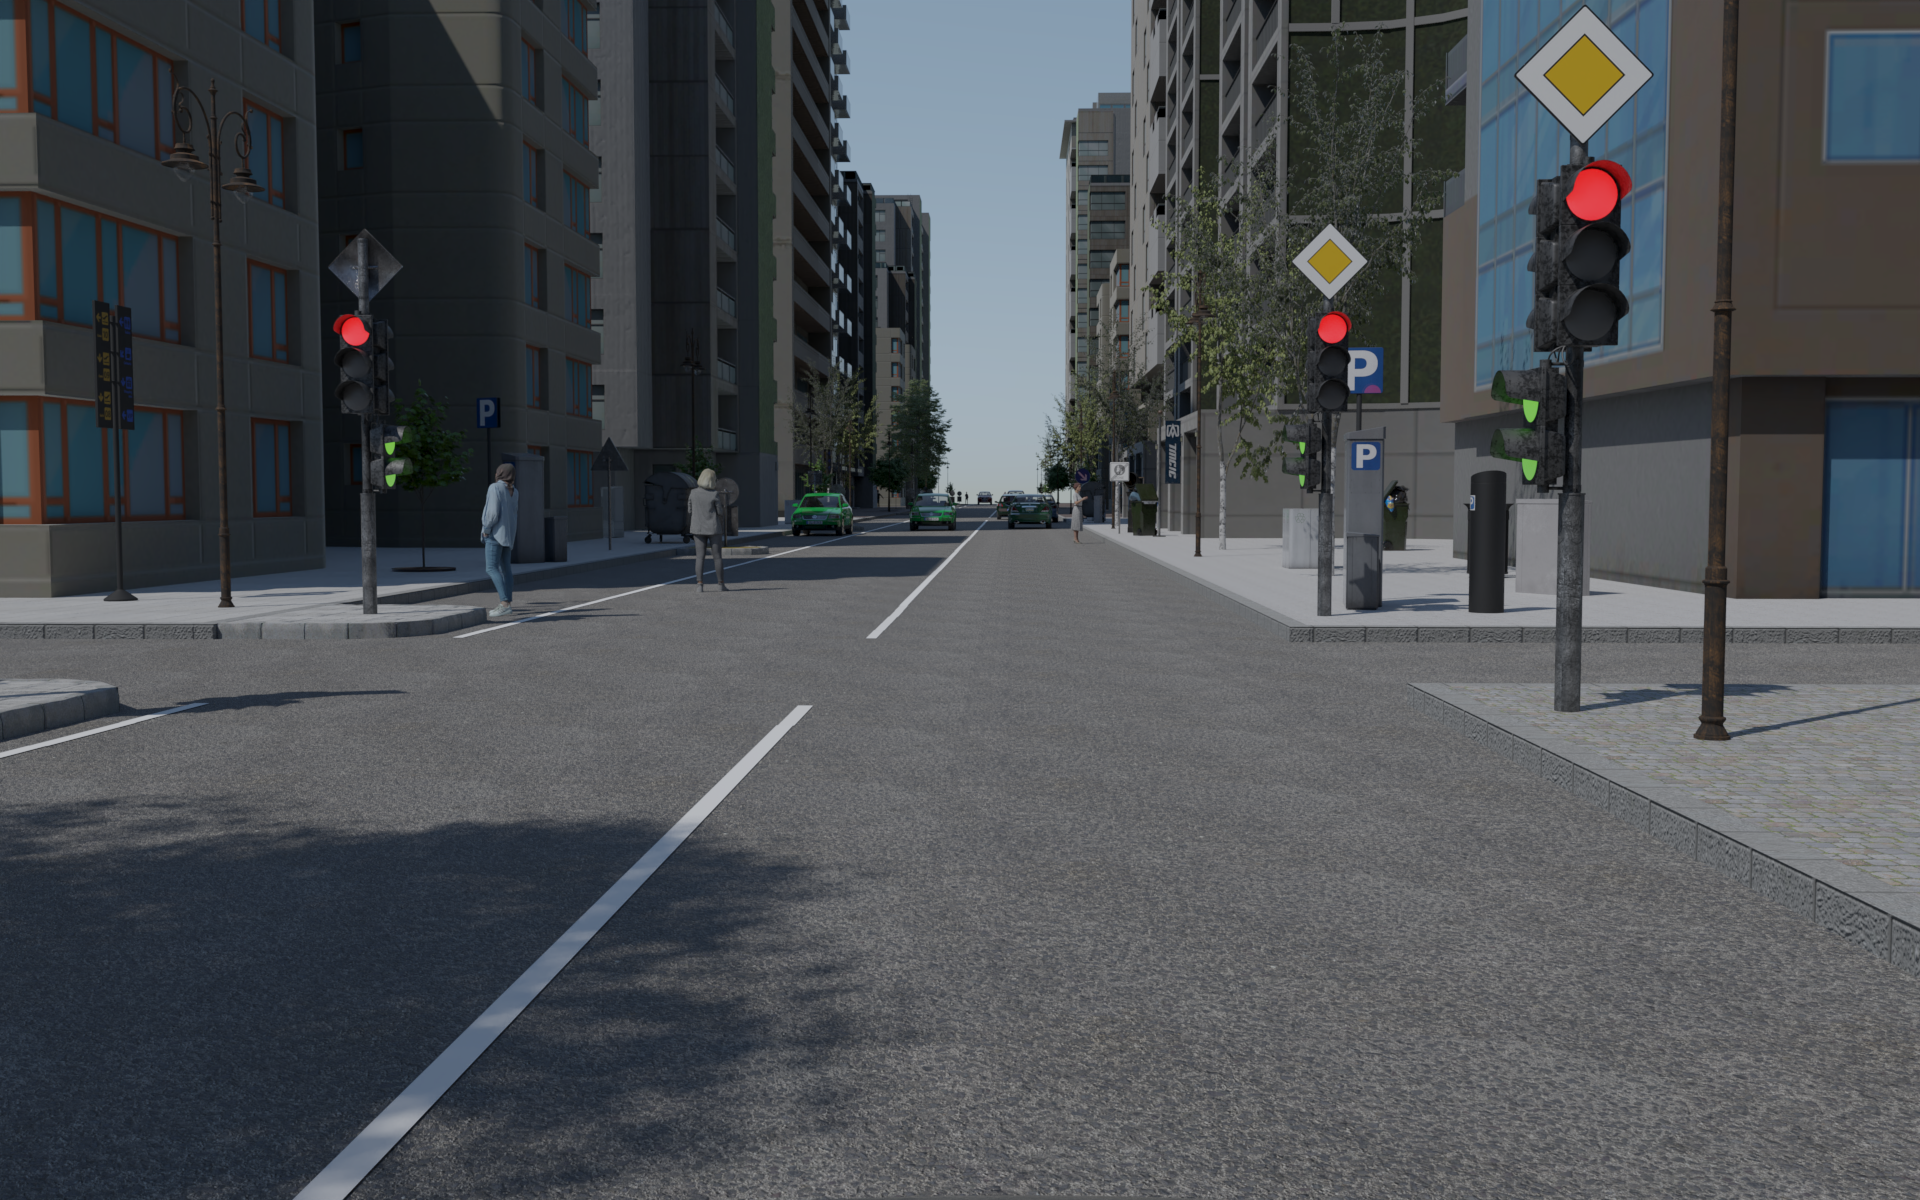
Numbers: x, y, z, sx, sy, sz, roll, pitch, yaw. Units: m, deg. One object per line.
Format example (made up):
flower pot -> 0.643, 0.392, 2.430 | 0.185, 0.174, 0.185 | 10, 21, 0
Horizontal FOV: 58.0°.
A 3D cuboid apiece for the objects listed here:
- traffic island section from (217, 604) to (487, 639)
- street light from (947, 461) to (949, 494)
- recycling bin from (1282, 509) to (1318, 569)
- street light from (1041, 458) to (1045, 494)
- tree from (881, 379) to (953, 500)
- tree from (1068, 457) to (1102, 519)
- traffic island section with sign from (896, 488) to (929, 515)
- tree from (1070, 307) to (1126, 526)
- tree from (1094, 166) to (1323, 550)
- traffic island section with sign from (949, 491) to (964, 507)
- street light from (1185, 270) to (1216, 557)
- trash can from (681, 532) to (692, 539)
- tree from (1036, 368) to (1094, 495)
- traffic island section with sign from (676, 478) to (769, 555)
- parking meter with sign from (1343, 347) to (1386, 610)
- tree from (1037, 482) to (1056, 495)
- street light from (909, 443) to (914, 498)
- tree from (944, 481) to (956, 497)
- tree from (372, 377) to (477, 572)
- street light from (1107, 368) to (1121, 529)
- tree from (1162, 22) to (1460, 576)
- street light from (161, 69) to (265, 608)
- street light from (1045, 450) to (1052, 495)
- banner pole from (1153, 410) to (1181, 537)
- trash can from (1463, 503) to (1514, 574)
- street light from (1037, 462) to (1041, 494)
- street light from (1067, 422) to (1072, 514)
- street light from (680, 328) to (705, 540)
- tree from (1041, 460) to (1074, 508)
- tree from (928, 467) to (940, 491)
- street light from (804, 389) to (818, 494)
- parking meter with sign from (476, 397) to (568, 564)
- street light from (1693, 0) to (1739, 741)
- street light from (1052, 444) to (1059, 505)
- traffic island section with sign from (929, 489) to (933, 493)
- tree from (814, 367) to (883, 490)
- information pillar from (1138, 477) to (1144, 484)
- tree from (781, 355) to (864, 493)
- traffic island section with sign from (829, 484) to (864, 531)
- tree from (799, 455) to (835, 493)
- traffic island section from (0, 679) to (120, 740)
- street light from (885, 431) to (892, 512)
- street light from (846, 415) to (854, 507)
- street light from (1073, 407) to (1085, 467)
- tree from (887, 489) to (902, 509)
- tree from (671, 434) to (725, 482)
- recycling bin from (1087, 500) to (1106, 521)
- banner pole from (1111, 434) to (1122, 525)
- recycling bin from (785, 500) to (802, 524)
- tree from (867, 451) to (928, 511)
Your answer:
traffic island section -> -6.331, 0.229, 18.542 | 2.009, 0.180, 2.903 | 0, 4, 2
street light -> -1.660, -16.065, 235.442 | 0.468, 5.910, 1.993 | 0, 4, 2
recycling bin -> 6.007, -1.068, 30.013 | 0.722, 1.027, 0.722 | 0, 4, 0
street light -> 9.652, -13.622, 195.508 | 0.468, 5.910, 1.993 | 0, 4, 2
tree -> -4.007, -15.413, 170.134 | 7.486, 12.596, 7.792 | 0, 3, 0
tree -> 6.451, -5.857, 90.368 | 1.663, 3.219, 1.824 | 0, 3, 0
traffic island section with sign -> -3.321, -6.696, 118.108 | 1.989, 1.847, 2.006 | 0, 4, 2
tree -> 6.513, -7.256, 68.995 | 4.360, 8.622, 3.978 | 0, 3, 0
tree -> 6.272, -5.456, 39.560 | 4.737, 8.622, 4.395 | 0, 3, 0
traffic island section with sign -> -0.816, -11.739, 200.562 | 1.989, 1.847, 2.006 | 0, 4, 2
street light -> 4.874, -3.823, 35.293 | 0.468, 5.910, 1.993 | 0, 4, 2
trash can -> -7.768, -2.350, 50.078 | 0.748, 1.137, 0.748 | 0, 3, 0
tree -> 7.431, -9.160, 100.123 | 4.737, 8.622, 4.395 | 0, 3, 0
traffic island section with sign -> -5.630, -2.007, 41.436 | 1.989, 1.847, 2.006 | 0, 4, 2
parking meter with sign -> 4.614, -1.445, 19.884 | 0.543, 3.016, 1.738 | 1, 4, 10
tree -> 12.010, -14.701, 234.956 | 1.663, 3.219, 1.824 | 0, 3, 0
street light -> -4.216, -10.996, 152.567 | 0.468, 5.910, 1.993 | 0, 4, 2
tree -> -1.290, -15.669, 250.789 | 1.663, 3.219, 1.824 | 0, 3, 0
tree -> -9.034, -2.087, 28.717 | 1.663, 3.219, 1.824 | 0, 3, 0
street light -> 5.664, -5.568, 63.818 | 0.468, 5.910, 1.993 | 0, 4, 2
tree -> 5.606, -4.689, 27.035 | 4.360, 8.622, 3.978 | 0, 3, 0
street light -> -8.308, -2.853, 19.435 | 0.468, 5.910, 1.993 | 0, 4, 2
street light -> 8.868, -12.021, 169.331 | 0.468, 5.910, 1.993 | 0, 4, 2
banner pole -> 6.205, -3.780, 51.818 | 0.863, 3.779, 0.401 | 0, 4, -2
trash can -> 8.095, -0.912, 26.560 | 0.748, 1.137, 0.748 | 0, 3, 0
street light -> 10.521, -15.349, 223.739 | 0.468, 5.910, 1.993 | 0, 4, 2
street light -> 7.166, -8.496, 111.692 | 0.468, 5.910, 1.993 | 0, 4, 2
street light -> -7.440, -4.621, 48.336 | 0.468, 5.910, 1.993 | 0, 4, 2
tree -> 9.031, -10.791, 160.145 | 4.285, 4.588, 4.351 | 0, 3, 0
tree -> -3.731, -12.675, 190.944 | 4.285, 4.588, 4.351 | 0, 3, 0
street light -> -6.588, -6.344, 76.509 | 0.468, 5.910, 1.993 | 0, 4, 2
parking meter with sign -> -8.062, -2.190, 32.074 | 0.543, 3.016, 1.738 | 2, 4, 34
street light -> 3.944, -2.209, 8.906 | 0.468, 5.910, 1.993 | 0, 4, 2
street light -> 7.921, -10.249, 140.365 | 0.468, 5.910, 1.993 | 0, 4, 2
traffic island section with sign -> -2.492, -8.344, 145.050 | 1.989, 1.847, 2.006 | 0, 4, 2
tree -> -6.503, -9.074, 98.727 | 4.737, 8.622, 4.395 | 0, 3, 0
information pillar -> 7.806, -4.316, 75.056 | 0.304, 2.012, 0.304 | 0, 4, 4
tree -> -7.132, -8.586, 90.743 | 4.360, 8.622, 3.978 | 0, 3, 0
traffic island section with sign -> -4.825, -3.655, 68.380 | 1.989, 1.847, 2.006 | 0, 4, 2
tree -> -6.787, -5.508, 84.654 | 1.663, 3.219, 1.824 | 0, 3, 0
traffic island section -> -6.573, 0.717, 10.561 | 2.009, 0.180, 2.903 | 0, 4, 2
street light -> -5.073, -9.273, 124.395 | 0.468, 5.910, 1.993 | 0, 4, 2
street light -> -6.040, -7.489, 95.235 | 0.468, 5.910, 1.993 | 0, 4, 2
street light -> 6.465, -7.319, 92.452 | 0.468, 5.910, 1.993 | 0, 4, 2
tree -> -5.398, -9.404, 148.352 | 1.663, 3.219, 1.824 | 0, 3, 0
tree -> -8.592, -3.759, 56.059 | 1.663, 3.219, 1.824 | 0, 3, 0
recycling bin -> 6.509, -4.286, 82.636 | 0.722, 1.027, 0.722 | -1, 4, -15
banner pole -> 6.559, -4.999, 71.750 | 0.401, 3.779, 0.863 | 2, 4, 30
recycling bin -> -6.993, -3.747, 73.824 | 0.722, 1.027, 0.722 | 2, 4, 32
tree -> -5.377, -9.019, 131.168 | 4.285, 4.588, 4.351 | 0, 3, 0
